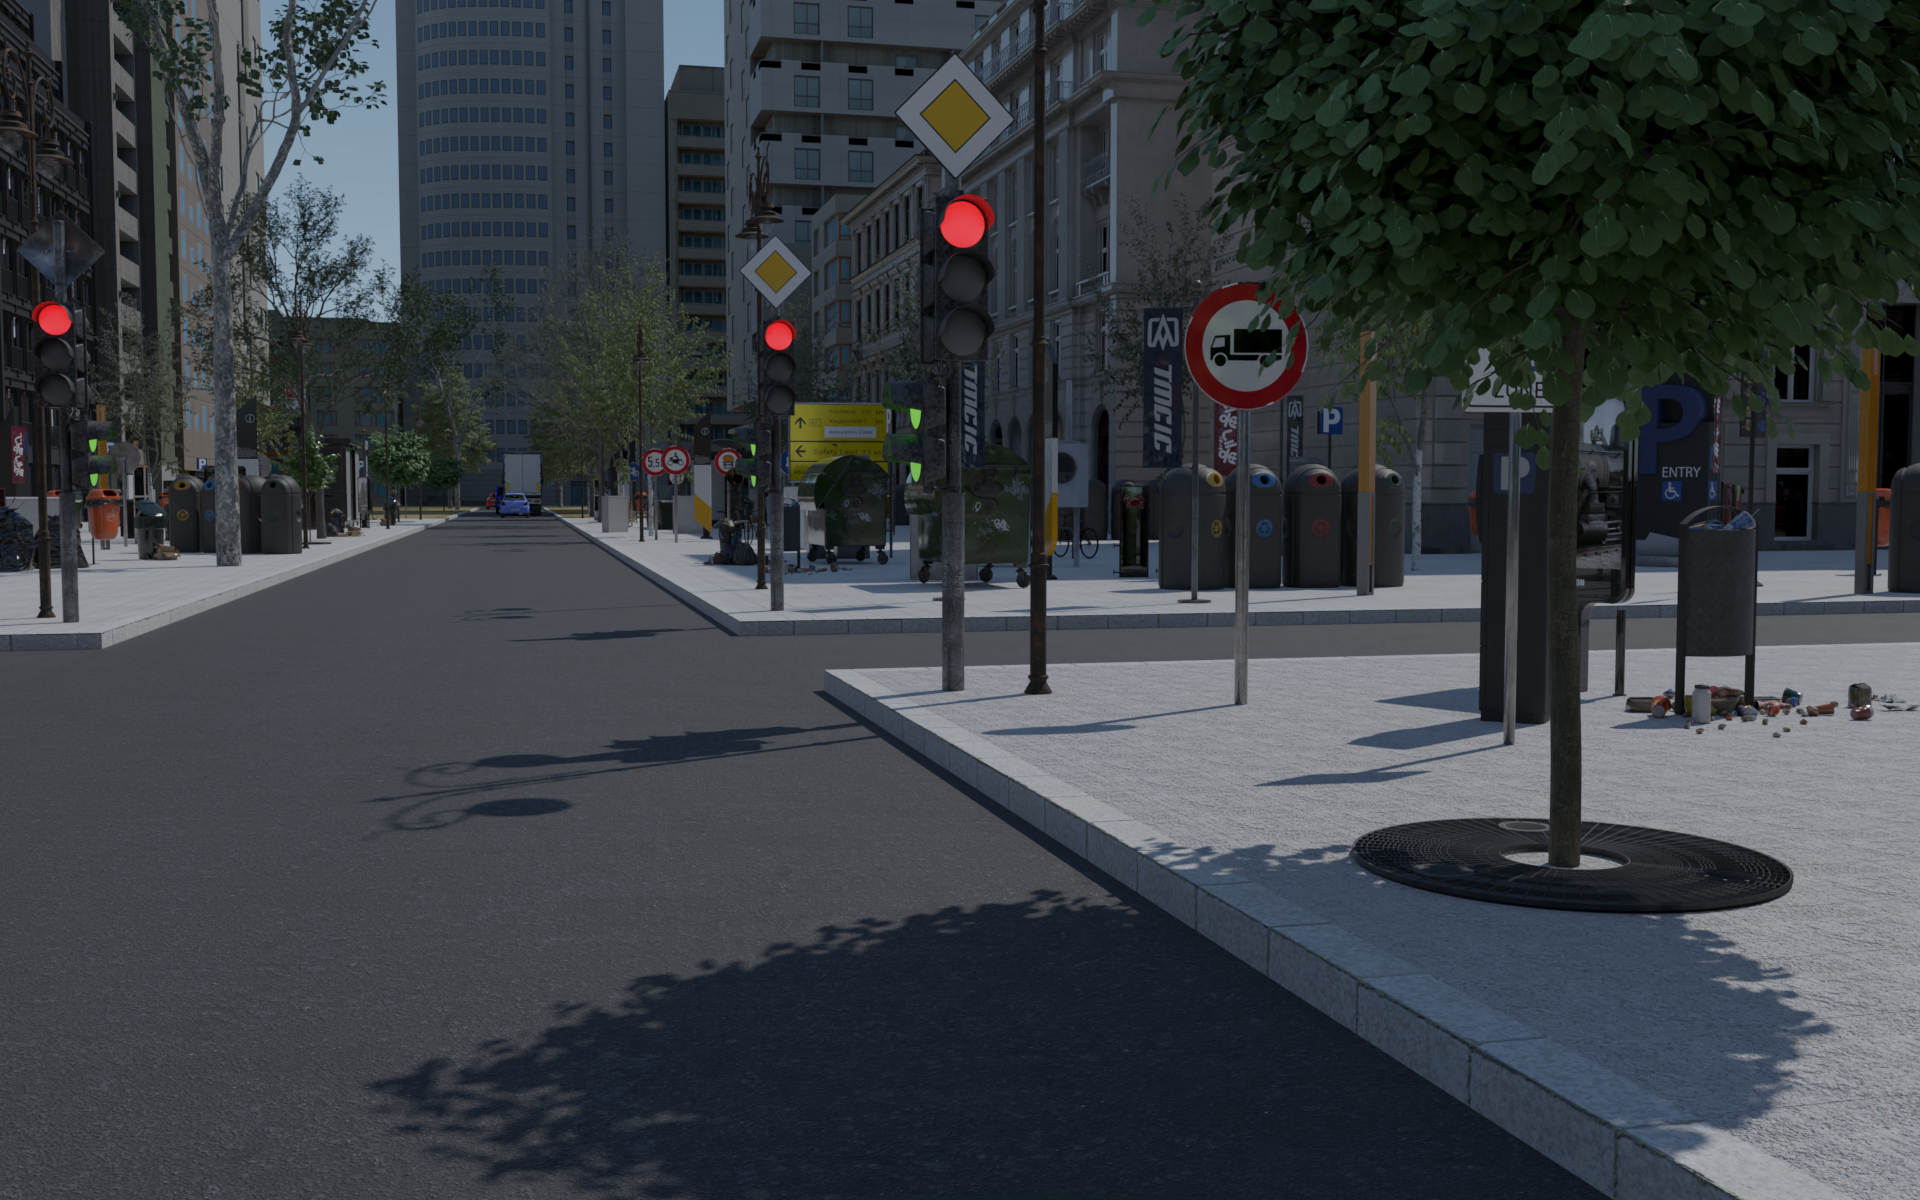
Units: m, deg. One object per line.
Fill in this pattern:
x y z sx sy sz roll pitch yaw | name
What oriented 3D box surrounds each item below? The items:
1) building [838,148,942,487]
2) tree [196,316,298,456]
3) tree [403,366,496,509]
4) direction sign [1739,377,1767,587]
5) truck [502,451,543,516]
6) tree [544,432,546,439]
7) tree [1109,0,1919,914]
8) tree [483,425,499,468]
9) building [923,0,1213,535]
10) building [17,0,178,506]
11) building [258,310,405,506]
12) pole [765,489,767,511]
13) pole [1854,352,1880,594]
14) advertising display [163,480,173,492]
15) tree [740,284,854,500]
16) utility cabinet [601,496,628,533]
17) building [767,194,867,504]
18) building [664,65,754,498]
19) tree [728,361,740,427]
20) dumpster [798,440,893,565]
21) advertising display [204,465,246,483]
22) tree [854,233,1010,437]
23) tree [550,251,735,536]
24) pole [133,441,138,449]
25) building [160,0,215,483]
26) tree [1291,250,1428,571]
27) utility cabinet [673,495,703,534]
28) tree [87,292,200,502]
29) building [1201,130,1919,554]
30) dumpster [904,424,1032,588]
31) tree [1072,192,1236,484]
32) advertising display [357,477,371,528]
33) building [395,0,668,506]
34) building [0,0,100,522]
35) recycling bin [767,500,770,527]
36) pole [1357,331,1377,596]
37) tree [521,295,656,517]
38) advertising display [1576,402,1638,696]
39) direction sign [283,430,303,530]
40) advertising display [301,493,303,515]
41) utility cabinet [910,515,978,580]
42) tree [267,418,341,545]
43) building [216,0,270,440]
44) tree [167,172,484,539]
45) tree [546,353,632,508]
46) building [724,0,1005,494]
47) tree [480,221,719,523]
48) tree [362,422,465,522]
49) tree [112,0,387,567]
0.783 -13.628 87.438 10.561 19.102 19.286 -1 4 -14 | building
-29.713 -7.487 72.770 4.737 8.622 4.395 0 3 0 | tree
-44.730 -14.303 151.981 7.486 12.596 7.792 0 3 0 | tree
10.984 -1.959 24.022 0.379 3.537 0.876 3 5 45 | direction sign
-29.725 -7.880 117.743 2.839 4.237 11.283 -1 4 -14 | truck
-36.148 -12.687 157.787 4.360 8.622 3.978 0 3 0 | tree
2.163 -1.357 5.904 4.285 4.588 4.351 0 3 0 | tree
-47.743 -14.110 165.117 8.767 10.594 7.601 0 4 5 | tree
7.716 -13.734 66.348 13.314 21.916 24.055 -1 4 -14 | building
-50.752 -19.588 91.963 14.160 30.474 14.107 -1 4 -14 | building
-77.118 -21.254 192.540 28.899 21.520 27.650 -1 4 -14 | building
-6.645 -3.978 58.886 0.158 3.312 0.155 0 3 0 | pole
11.635 -1.734 22.199 0.158 3.312 0.155 0 3 0 | pole
-37.061 -4.644 81.140 0.974 1.923 0.123 3 5 44 | advertising display
-5.244 -6.787 61.334 4.360 8.622 3.978 0 3 0 | tree
-11.544 -2.861 57.945 0.306 1.237 1.020 2 4 30 | utility cabinet
2.687 -16.662 117.469 27.650 21.520 28.899 -1 4 -14 | building
-23.961 -35.342 201.549 21.600 48.544 21.300 -1 4 -14 | building
-8.980 -8.120 83.127 4.360 8.622 3.978 0 3 0 | tree
-2.116 -1.808 32.062 1.502 2.255 1.985 -1 4 -14 | dumpster
-16.679 -2.089 39.361 0.123 1.923 0.974 2 4 35 | advertising display
-0.757 -6.001 48.478 4.360 8.622 3.978 0 3 0 | tree
-9.274 -6.253 52.607 4.737 8.622 4.395 0 3 0 | tree
-31.423 -4.419 66.096 0.158 3.312 0.155 0 3 0 | pole
-53.855 -27.846 105.399 14.600 45.320 14.200 -1 4 -14 | building
7.407 -4.797 28.796 4.737 8.622 4.395 0 3 0 | tree
-8.781 -2.753 56.173 1.020 1.237 0.306 0 4 2 | utility cabinet
-29.551 -6.886 62.955 4.360 8.622 3.978 0 3 0 | tree
19.967 -15.115 44.390 25.104 27.353 12.463 -1 4 -14 | building
0.156 -1.330 24.235 1.502 2.255 1.985 -1 4 -14 | dumpster
4.950 -5.579 41.581 4.360 8.622 3.978 0 3 0 | tree
-22.419 -3.667 65.175 0.123 1.923 0.974 -3 5 -39 | advertising display
-48.182 -39.955 195.265 28.212 58.520 21.231 -1 4 -14 | building
-44.461 -14.815 71.910 12.332 23.373 15.834 -1 4 -14 | building
-7.490 -3.438 68.773 0.722 1.027 0.722 0 4 6 | recycling bin
5.135 -1.713 21.851 0.158 3.312 0.155 0 3 0 | pole
-20.427 -10.967 97.433 7.486 12.596 7.792 0 3 0 | tree
3.925 -0.372 11.301 0.123 1.923 0.974 -3 5 -40 | advertising display
-23.338 -4.218 60.962 0.876 3.537 0.379 -1 4 -14 | direction sign
-22.324 -3.218 57.826 0.974 1.923 0.123 0 4 6 | advertising display
-0.243 -0.907 25.986 1.020 1.237 0.306 0 4 -2 | utility cabinet
-16.503 -3.026 44.070 1.663 3.219 1.824 0 3 0 | tree
-67.338 -32.989 128.606 27.495 52.752 28.713 -1 4 -14 | building
-18.387 -7.053 49.723 8.767 10.594 7.601 -1 4 -15 | tree
-18.646 -8.430 88.187 4.360 8.622 3.978 0 3 0 | tree
-4.544 -33.913 143.720 28.713 52.752 27.495 -1 4 -14 | building
-15.963 -10.212 77.333 12.009 13.543 11.850 0 3 0 | tree
-25.548 -5.815 78.790 4.285 4.588 4.351 0 3 0 | tree
-11.537 -10.664 30.241 12.611 20.169 13.585 0 3 0 | tree
